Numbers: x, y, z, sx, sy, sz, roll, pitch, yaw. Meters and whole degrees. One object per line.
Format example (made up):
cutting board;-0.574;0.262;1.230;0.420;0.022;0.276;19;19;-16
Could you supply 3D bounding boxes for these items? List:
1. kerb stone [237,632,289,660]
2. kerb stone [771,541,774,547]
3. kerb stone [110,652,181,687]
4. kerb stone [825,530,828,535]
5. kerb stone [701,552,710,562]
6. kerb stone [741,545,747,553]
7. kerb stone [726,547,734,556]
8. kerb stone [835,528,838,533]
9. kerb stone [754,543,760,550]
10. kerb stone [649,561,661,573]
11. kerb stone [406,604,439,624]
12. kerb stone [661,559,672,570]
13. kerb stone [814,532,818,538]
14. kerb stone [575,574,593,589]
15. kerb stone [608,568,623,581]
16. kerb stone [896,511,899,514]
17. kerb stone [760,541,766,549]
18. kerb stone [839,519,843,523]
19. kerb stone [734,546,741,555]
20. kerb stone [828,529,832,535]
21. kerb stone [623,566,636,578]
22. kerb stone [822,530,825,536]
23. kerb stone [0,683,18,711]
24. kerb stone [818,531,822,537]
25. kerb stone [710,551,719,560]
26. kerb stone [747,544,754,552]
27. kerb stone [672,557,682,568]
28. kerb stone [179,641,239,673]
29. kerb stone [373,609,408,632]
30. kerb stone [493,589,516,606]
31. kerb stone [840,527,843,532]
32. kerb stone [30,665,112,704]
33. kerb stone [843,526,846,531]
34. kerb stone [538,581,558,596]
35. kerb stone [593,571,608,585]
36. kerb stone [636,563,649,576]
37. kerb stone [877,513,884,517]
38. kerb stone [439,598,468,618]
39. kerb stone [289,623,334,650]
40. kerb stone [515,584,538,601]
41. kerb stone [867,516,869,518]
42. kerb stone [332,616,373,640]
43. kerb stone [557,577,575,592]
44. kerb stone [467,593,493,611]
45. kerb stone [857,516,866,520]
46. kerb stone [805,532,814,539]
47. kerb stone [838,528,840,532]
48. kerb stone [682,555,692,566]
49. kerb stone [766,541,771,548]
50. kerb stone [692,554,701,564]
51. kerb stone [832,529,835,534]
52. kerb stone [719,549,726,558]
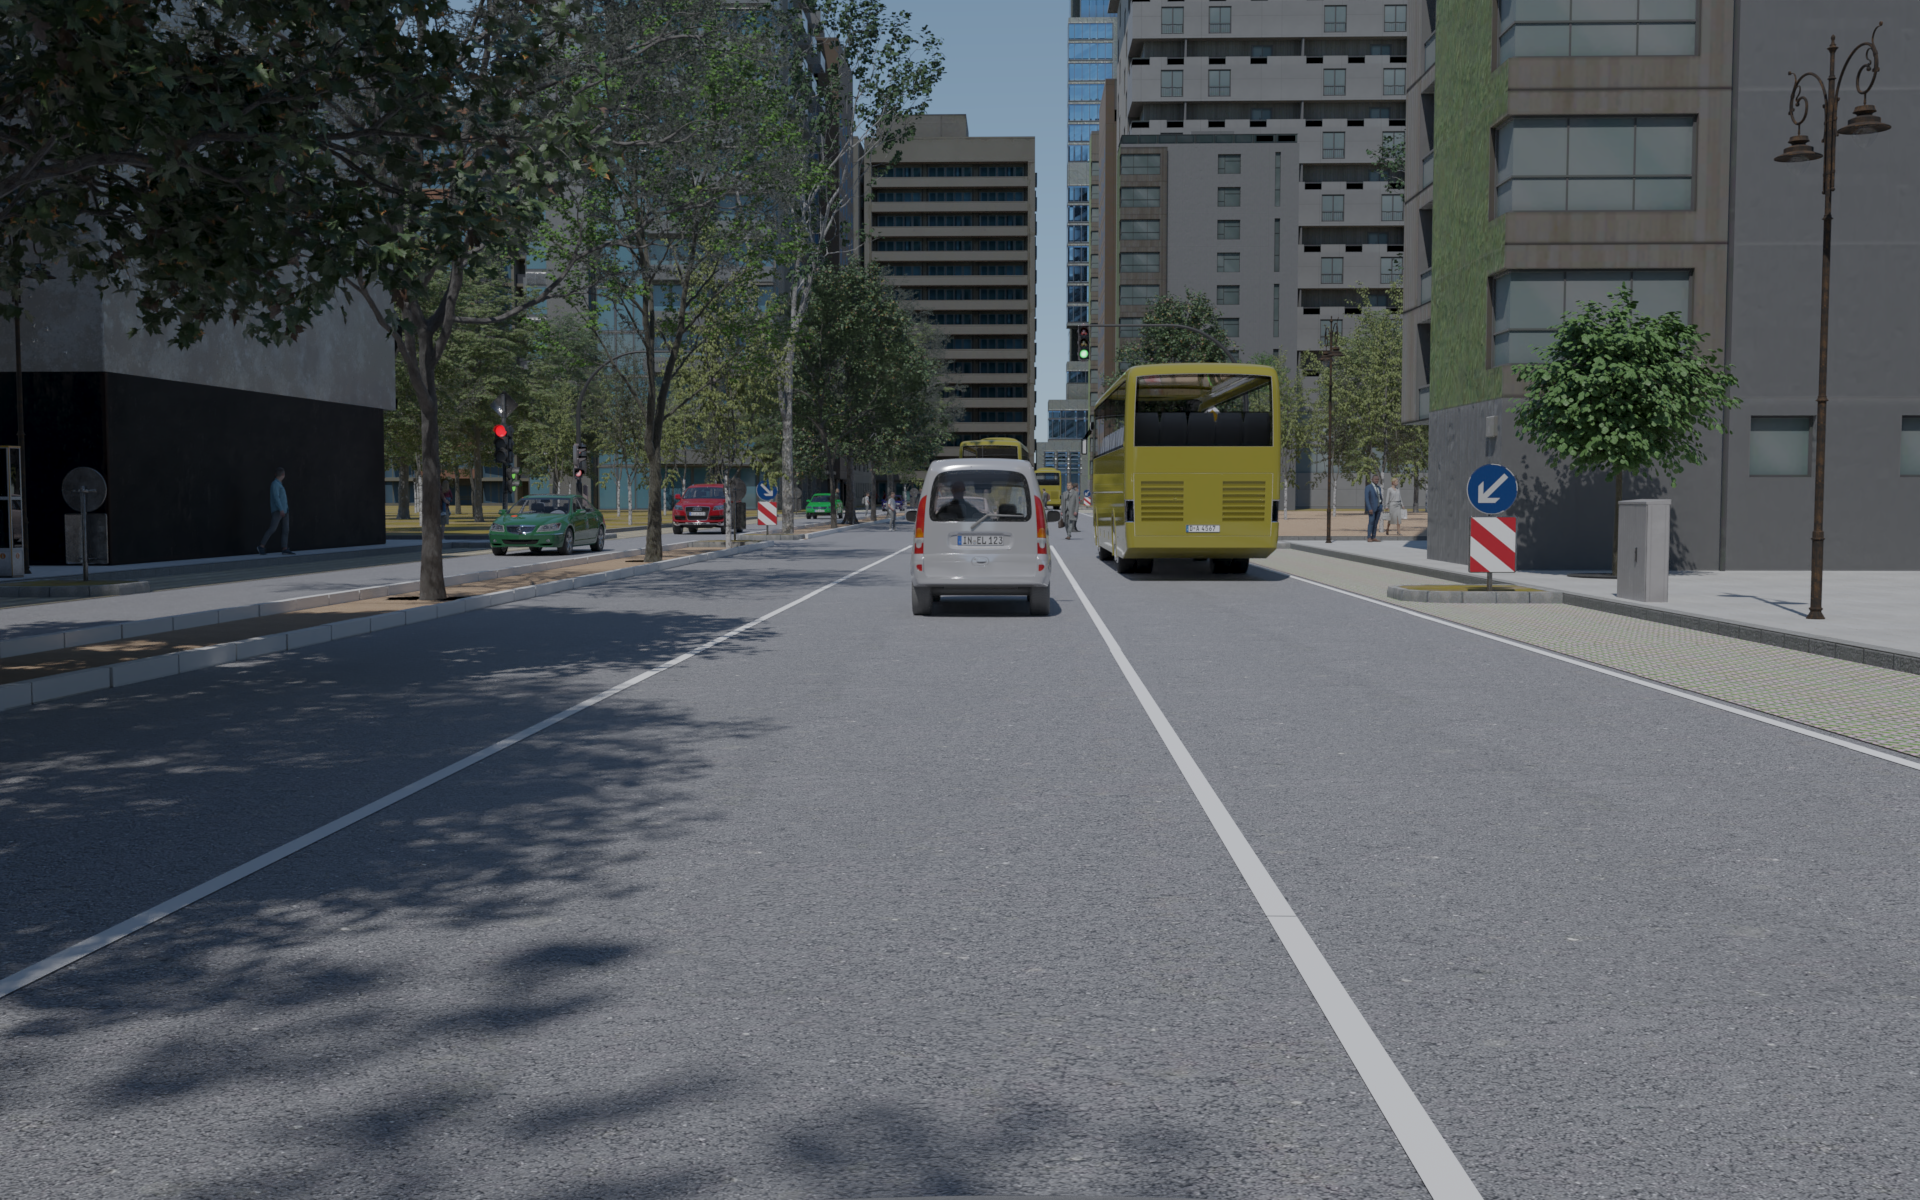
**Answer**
kerb stone;-6.256;0.420;15.383;0.120;0.150;1.000;0;4;2
kerb stone;-5.193;-1.527;47.164;0.120;0.150;1.000;0;4;2
kerb stone;-6.318;0.542;13.330;0.120;0.150;1.000;0;4;2
kerb stone;-4.760;-2.311;59.996;0.120;0.150;1.000;0;4;2
kerb stone;-5.536;-0.895;36.941;0.120;0.150;1.000;0;4;2
kerb stone;-5.362;-1.214;42.047;0.120;0.150;1.000;0;4;2
kerb stone;-5.430;-1.083;40.005;0.120;0.150;1.000;0;4;2
kerb stone;-4.662;-2.500;63.071;0.120;0.150;1.000;0;4;2
kerb stone;-5.295;-1.339;44.093;0.120;0.150;1.000;0;4;2
kerb stone;-5.703;-0.587;31.801;0.120;0.150;1.000;0;4;2
kerb stone;-6.115;0.166;19.486;0.120;0.150;1.000;0;4;2
kerb stone;-5.666;-0.650;32.827;0.120;0.150;1.000;0;4;2
kerb stone;-4.858;-2.124;56.927;0.120;0.150;1.000;0;4;2
kerb stone;-5.878;-0.273;26.661;0.120;0.150;1.000;0;4;2
kerb stone;-5.811;-0.399;28.721;0.120;0.150;1.000;0;4;2
kerb stone;-4.700;-6.268;124.684;0.120;0.150;1.000;0;4;2
kerb stone;-5.261;-1.402;45.118;0.120;0.150;1.000;0;4;2
kerb stone;-5.967;-3.949;86.758;0.120;0.150;1.000;0;4;2
kerb stone;-5.397;-1.151;41.026;0.120;0.150;1.000;0;4;2
kerb stone;-4.729;-2.375;61.019;0.120;0.150;1.000;0;4;2
kerb stone;-5.776;-0.462;29.744;0.120;0.150;1.000;0;4;2
kerb stone;-4.789;-2.249;58.970;0.120;0.150;1.000;0;4;2
kerb stone;-6.393;0.668;11.279;0.120;0.150;1.000;0;4;2
kerb stone;-4.826;-2.186;57.948;0.120;0.150;1.000;0;4;2
kerb stone;-5.495;-0.959;37.962;0.120;0.150;1.000;0;4;2
kerb stone;-5.329;-1.277;43.071;0.120;0.150;1.000;0;4;2
kerb stone;-5.636;-0.713;33.848;0.120;0.150;1.000;0;4;2
kerb stone;-6.286;0.480;14.351;0.120;0.150;1.000;0;4;2
kerb stone;-6.153;0.234;18.466;0.120;0.150;1.000;0;4;2
kerb stone;-6.018;-0.021;22.561;0.120;0.150;1.000;0;4;2
kerb stone;-4.591;-2.625;65.115;0.120;0.150;1.000;0;4;2
kerb stone;-6.362;0.605;12.302;0.120;0.150;1.000;0;4;2
kerb stone;-4.557;-2.688;66.136;0.120;0.150;1.000;0;4;2
kerb stone;-5.943;-0.147;24.608;0.120;0.150;1.000;0;4;2
kerb stone;-5.844;-0.336;27.683;0.120;0.150;1.000;0;4;2
kerb stone;-5.731;-0.524;30.765;0.120;0.150;1.000;0;4;2
kerb stone;-5.142;-5.454;111.370;0.120;0.150;1.000;0;4;2
kerb stone;-6.082;0.110;20.517;0.120;0.150;1.000;0;4;2
kerb stone;-6.217;0.358;16.411;0.120;0.150;1.000;0;4;2
kerb stone;-5.982;-0.085;23.582;0.120;0.150;1.000;0;4;2
kerb stone;-5.532;-4.764;100.093;0.120;0.150;1.000;0;4;2
kerb stone;-6.187;0.291;17.440;0.120;0.150;1.000;0;4;2
kerb stone;-5.919;-0.210;25.631;0.120;0.150;1.000;0;4;2
kerb stone;-6.049;0.040;21.538;0.120;0.150;1.000;0;4;2
kerb stone;-5.586;-4.639;98.039;0.120;0.150;1.000;0;4;2
kerb stone;-4.904;-2.062;55.905;0.120;0.150;1.000;0;4;2
kerb stone;-4.627;-2.560;64.093;0.120;0.150;1.000;0;4;2
kerb stone;-5.605;-0.776;34.877;0.120;0.150;1.000;0;4;2
kerb stone;-5.227;-1.464;46.139;0.120;0.150;1.000;0;4;2
kerb stone;-5.566;-0.839;35.909;0.120;0.150;1.000;0;4;2
kerb stone;-4.689;-2.438;62.049;0.120;0.150;1.000;0;4;2
kerb stone;-5.463;-1.022;38.984;0.120;0.150;1.000;0;4;2
